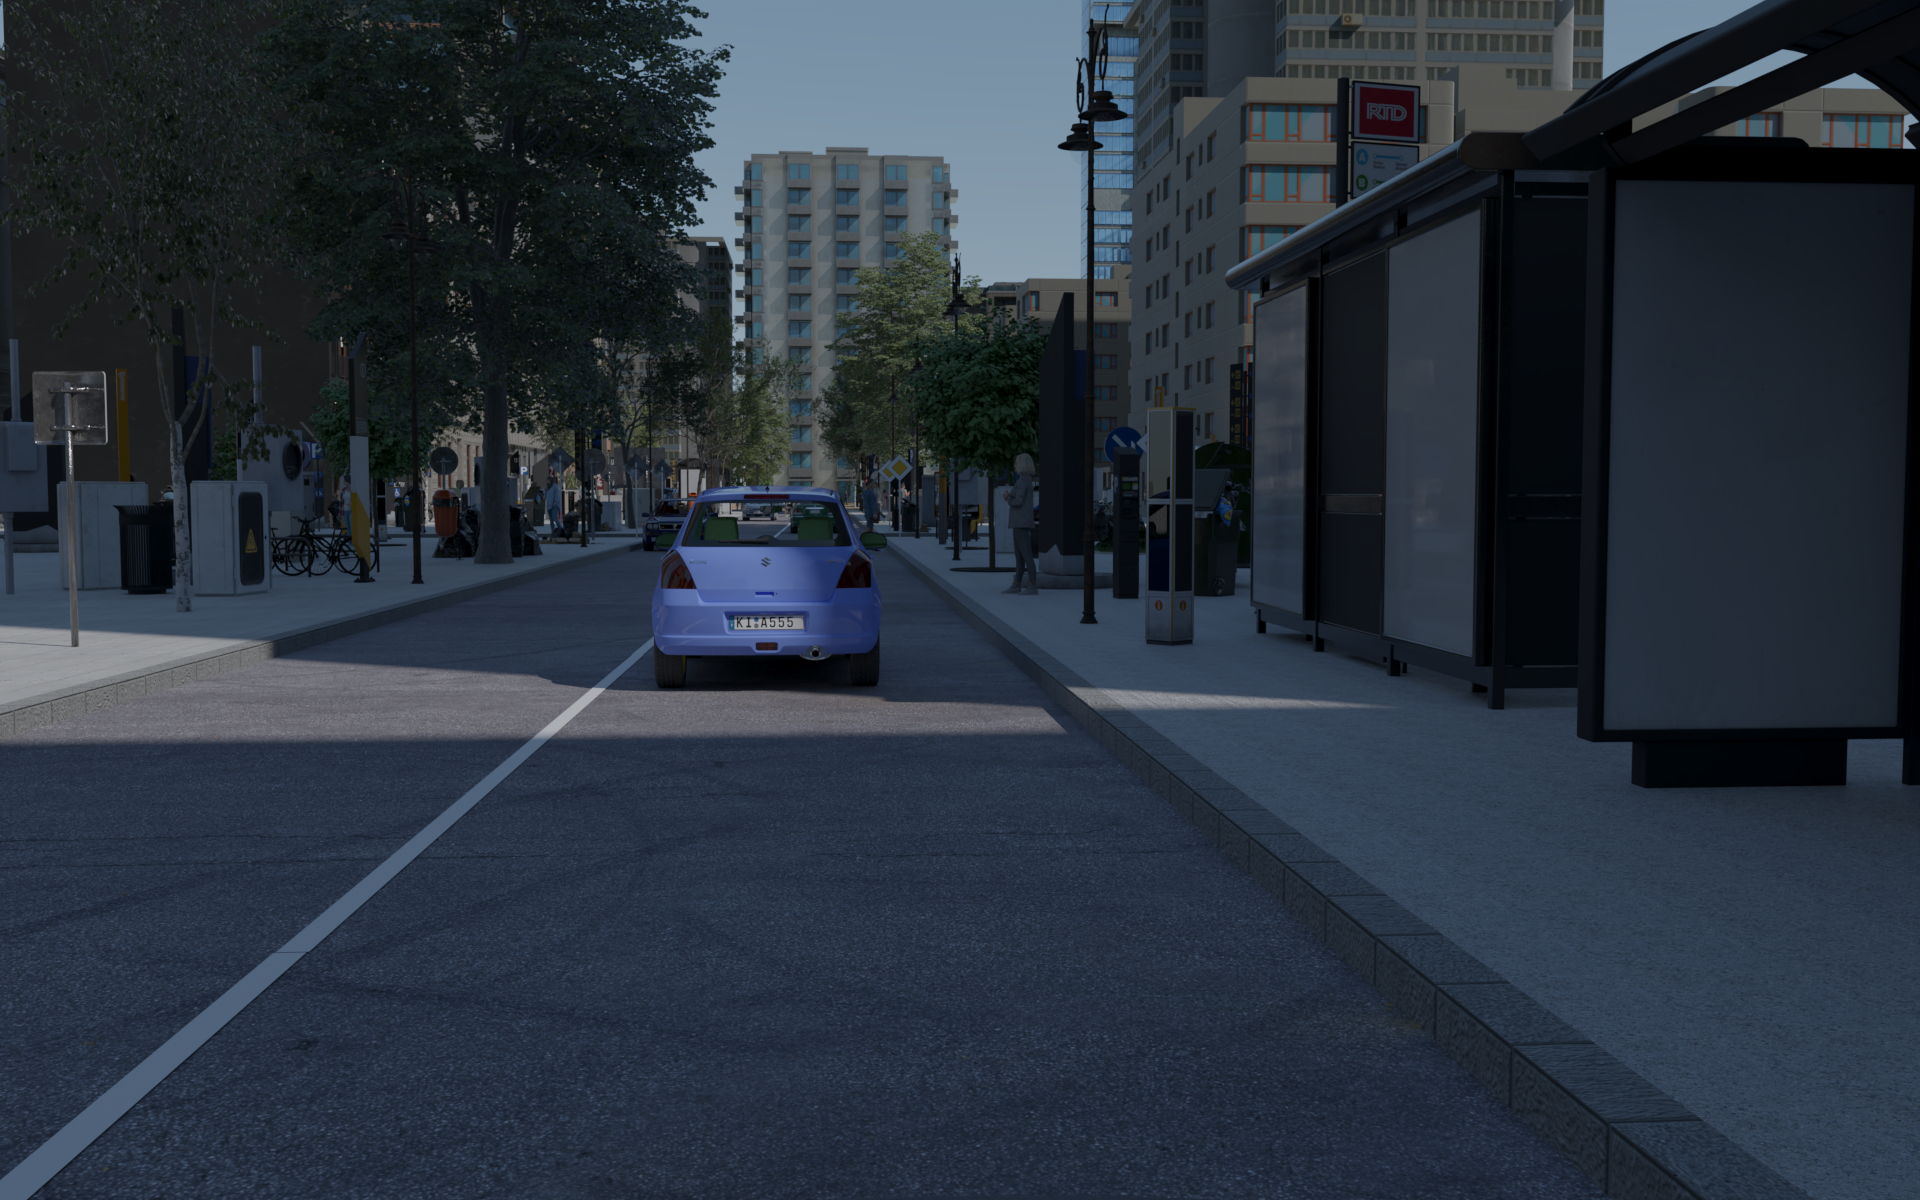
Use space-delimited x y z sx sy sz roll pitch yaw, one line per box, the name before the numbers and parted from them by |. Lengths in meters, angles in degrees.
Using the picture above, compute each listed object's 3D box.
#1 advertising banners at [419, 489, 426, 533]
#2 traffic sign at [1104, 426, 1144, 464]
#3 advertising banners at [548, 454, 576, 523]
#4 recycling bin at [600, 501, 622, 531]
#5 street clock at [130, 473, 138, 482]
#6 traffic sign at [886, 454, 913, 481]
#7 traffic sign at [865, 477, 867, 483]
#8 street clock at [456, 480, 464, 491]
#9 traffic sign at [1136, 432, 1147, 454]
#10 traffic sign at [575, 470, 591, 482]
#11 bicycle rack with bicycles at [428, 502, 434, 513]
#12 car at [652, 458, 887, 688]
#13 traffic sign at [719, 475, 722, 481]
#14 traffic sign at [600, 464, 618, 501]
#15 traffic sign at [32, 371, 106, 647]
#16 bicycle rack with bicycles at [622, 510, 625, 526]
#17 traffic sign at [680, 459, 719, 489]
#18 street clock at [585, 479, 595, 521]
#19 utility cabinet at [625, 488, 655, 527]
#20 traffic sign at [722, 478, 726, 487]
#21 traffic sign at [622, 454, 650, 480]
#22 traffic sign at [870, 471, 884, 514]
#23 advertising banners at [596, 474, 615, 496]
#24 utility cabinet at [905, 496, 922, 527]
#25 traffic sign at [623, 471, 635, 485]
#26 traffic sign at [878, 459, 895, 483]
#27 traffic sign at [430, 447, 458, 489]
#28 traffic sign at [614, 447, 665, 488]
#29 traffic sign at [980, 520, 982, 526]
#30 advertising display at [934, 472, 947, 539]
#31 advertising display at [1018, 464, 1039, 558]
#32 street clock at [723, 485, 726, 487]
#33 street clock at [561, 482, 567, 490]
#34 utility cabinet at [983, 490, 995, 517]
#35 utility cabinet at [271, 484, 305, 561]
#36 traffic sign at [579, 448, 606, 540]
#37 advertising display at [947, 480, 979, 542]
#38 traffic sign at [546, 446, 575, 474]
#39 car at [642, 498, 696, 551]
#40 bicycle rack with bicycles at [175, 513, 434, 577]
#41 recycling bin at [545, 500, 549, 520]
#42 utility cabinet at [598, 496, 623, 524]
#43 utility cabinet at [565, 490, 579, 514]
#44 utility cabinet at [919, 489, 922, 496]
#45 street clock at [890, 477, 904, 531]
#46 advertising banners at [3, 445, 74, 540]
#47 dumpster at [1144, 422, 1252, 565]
advertising banners | -17.863 -3.726 57.115 0.090 3.025 2.074 -2 4 -27
traffic sign | 3.088 -1.994 32.702 0.768 2.556 0.104 0 4 -4
advertising banners | -17.469 -4.879 75.965 2.074 3.025 0.090 3 5 43
recycling bin | -12.192 -2.909 60.121 0.722 1.027 0.722 0 4 7
street clock | -28.594 -3.372 59.709 0.471 2.002 0.358 1 4 11
traffic sign | -1.730 -2.941 50.274 0.795 2.593 0.064 0 4 -4
traffic sign | -6.049 -7.152 117.034 0.768 2.556 0.104 0 4 5
street clock | -25.227 -5.068 87.438 0.358 2.002 0.471 -3 5 -43
traffic sign | 3.589 -1.931 31.303 0.795 2.593 0.064 0 4 -2
traffic sign | -15.519 -4.362 71.420 0.768 2.556 0.104 0 4 5
bicycle rack with bicycles | -24.711 -4.020 79.109 2.925 0.926 2.852 -2 4 -29
car | -1.548 -0.280 14.170 1.945 1.707 3.694 0 4 -5
traffic sign | -15.378 -6.672 109.193 0.768 2.556 0.104 0 4 1
traffic sign | -14.974 -4.512 73.884 0.768 2.556 0.104 0 4 -3
traffic sign | -7.433 -0.756 14.486 0.606 2.300 0.079 0 4 1
bicycle rack with bicycles | -12.656 -3.512 70.808 2.925 0.926 2.852 -3 5 -44
traffic sign | -15.034 -6.500 100.140 2.265 3.308 0.079 0 4 4
street clock | -15.671 -4.195 73.164 0.471 2.002 0.358 -2 4 -30
utility cabinet | -12.125 -3.480 65.580 1.173 1.500 0.318 2 4 26
traffic sign | -17.609 -7.789 127.448 0.768 2.556 0.104 0 4 -2
traffic sign | -9.303 -2.906 49.706 0.795 2.593 0.064 0 4 -4
traffic sign | -4.480 -5.751 94.129 0.768 2.556 0.104 0 4 3
advertising banners | -21.950 -6.913 109.209 2.074 3.025 0.090 0 4 -5
utility cabinet | -1.657 -3.479 68.037 1.020 1.237 0.306 -2 4 -24
traffic sign | -14.346 -4.481 75.393 0.606 2.300 0.079 0 4 -3
traffic sign | -2.351 -3.428 58.235 0.795 2.593 0.064 0 4 -4
traffic sign | -13.836 -2.835 46.456 0.768 2.556 0.104 0 4 -3
traffic sign | -13.991 -5.000 75.615 2.265 3.308 0.079 0 4 4
traffic sign | 0.862 -4.278 70.052 0.768 2.556 0.104 0 4 5
advertising display | -0.518 -2.710 49.530 0.123 1.923 0.974 -1 4 -21
advertising display | 1.567 -1.791 34.489 0.974 1.923 0.123 3 5 41
street clock | -17.683 -7.634 129.378 0.358 2.002 0.471 3 4 36
street clock | -24.744 -6.316 107.841 0.471 2.002 0.358 -3 5 -41
utility cabinet | 1.695 -5.230 94.192 0.318 1.500 1.173 3 4 37
utility cabinet | -12.904 -1.480 32.875 1.173 1.500 0.318 3 4 36
traffic sign | -10.207 -2.936 48.115 0.768 2.556 0.104 0 4 2
advertising display | 0.119 -2.537 46.688 0.974 1.923 0.123 -3 5 -40
traffic sign | -10.920 -2.909 47.301 0.795 2.593 0.064 0 4 -4
car | -7.195 -1.975 44.871 1.945 1.354 3.894 0 4 -3
bicycle rack with bicycles | -10.501 -0.868 27.572 2.925 0.926 2.852 1 4 17
recycling bin | -20.537 -4.584 87.498 0.722 1.027 0.722 0 4 -4
utility cabinet | -15.109 -3.891 74.787 1.020 1.237 0.306 -2 4 -31
utility cabinet | -21.937 -5.402 96.997 1.173 1.500 0.318 -1 4 -17
utility cabinet | -1.335 -4.223 77.731 1.173 1.500 0.318 3 5 40
street clock | -2.196 -3.376 59.774 0.471 2.002 0.358 -1 4 -10
advertising banners | -25.039 -3.120 47.198 0.090 3.025 2.074 2 4 35
dumpster | 3.485 -1.329 24.218 1.502 2.255 1.985 0 4 -4
